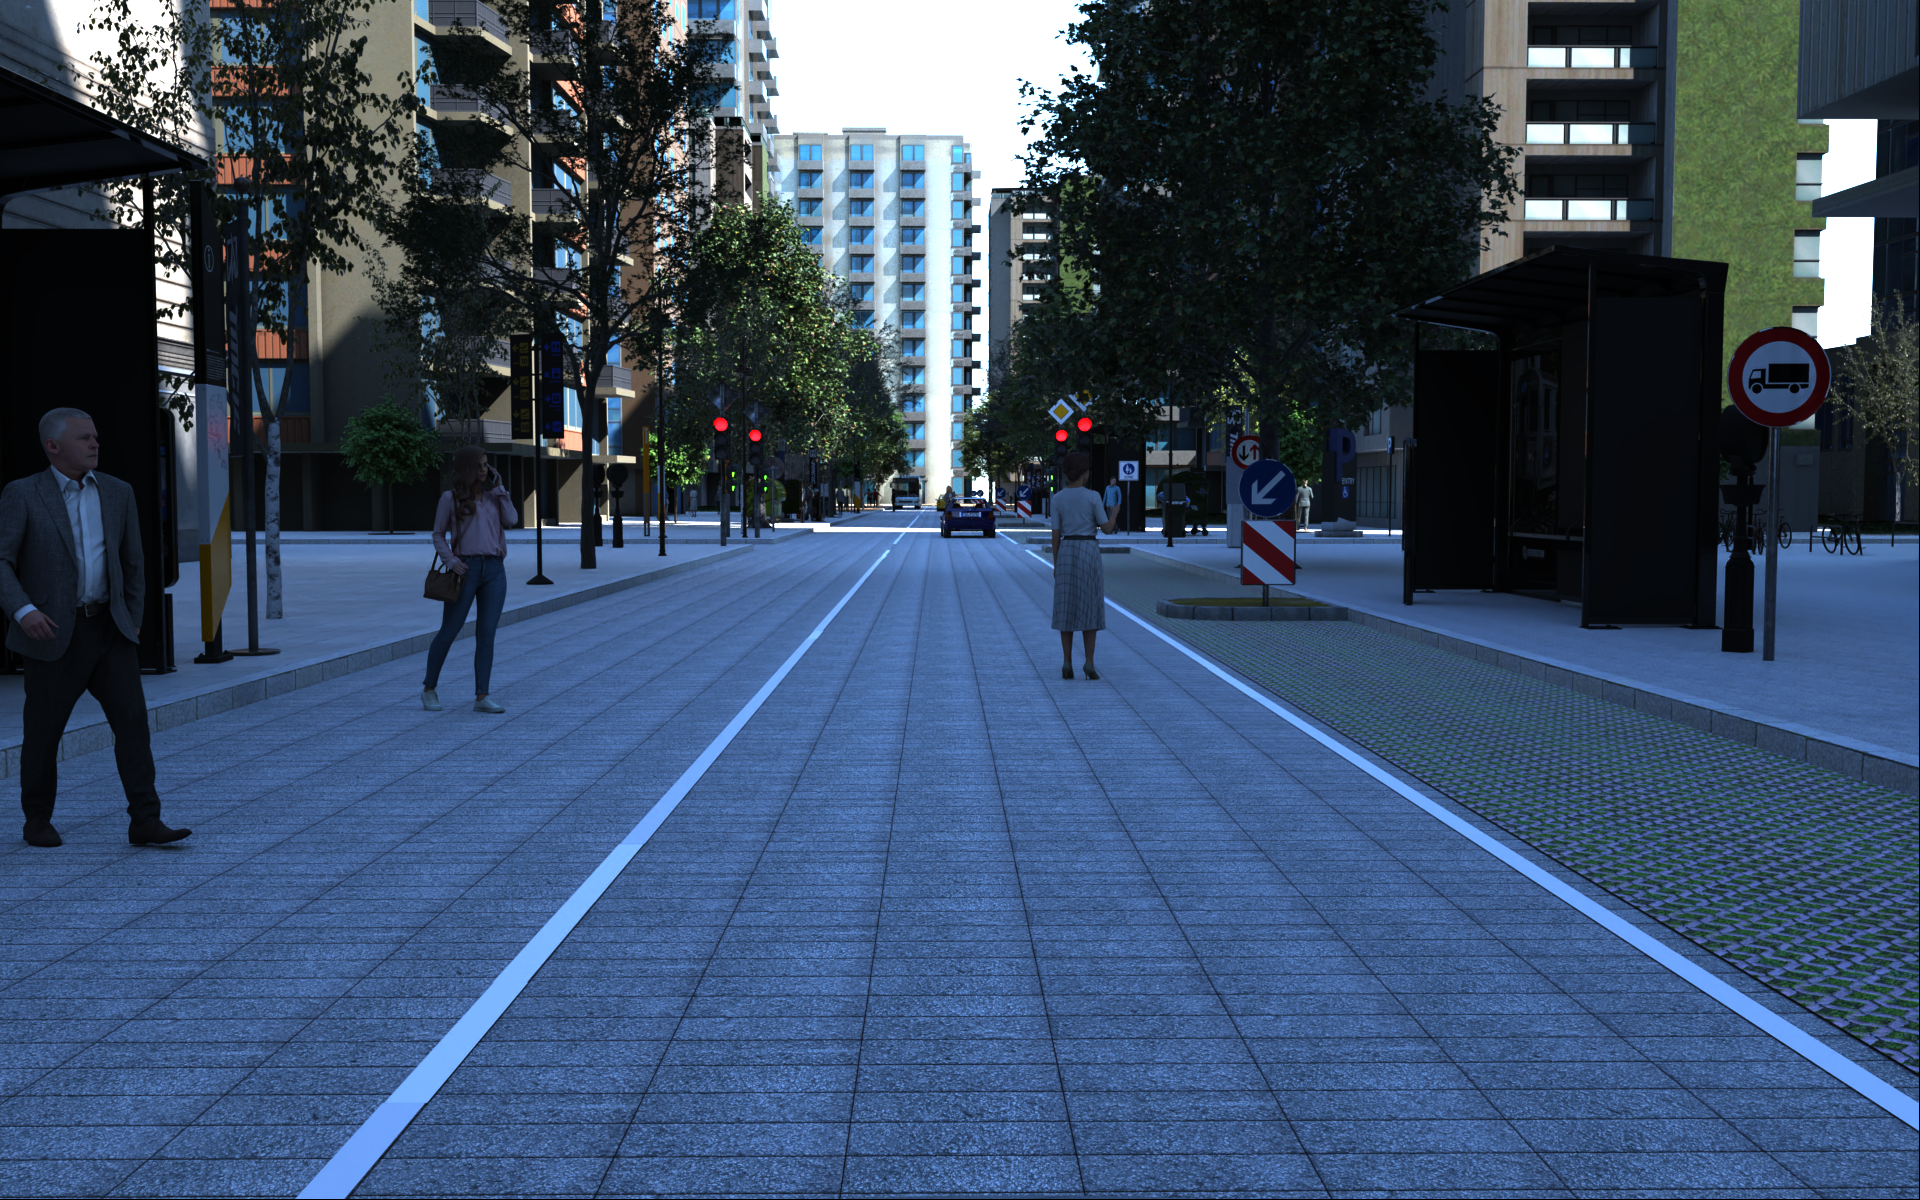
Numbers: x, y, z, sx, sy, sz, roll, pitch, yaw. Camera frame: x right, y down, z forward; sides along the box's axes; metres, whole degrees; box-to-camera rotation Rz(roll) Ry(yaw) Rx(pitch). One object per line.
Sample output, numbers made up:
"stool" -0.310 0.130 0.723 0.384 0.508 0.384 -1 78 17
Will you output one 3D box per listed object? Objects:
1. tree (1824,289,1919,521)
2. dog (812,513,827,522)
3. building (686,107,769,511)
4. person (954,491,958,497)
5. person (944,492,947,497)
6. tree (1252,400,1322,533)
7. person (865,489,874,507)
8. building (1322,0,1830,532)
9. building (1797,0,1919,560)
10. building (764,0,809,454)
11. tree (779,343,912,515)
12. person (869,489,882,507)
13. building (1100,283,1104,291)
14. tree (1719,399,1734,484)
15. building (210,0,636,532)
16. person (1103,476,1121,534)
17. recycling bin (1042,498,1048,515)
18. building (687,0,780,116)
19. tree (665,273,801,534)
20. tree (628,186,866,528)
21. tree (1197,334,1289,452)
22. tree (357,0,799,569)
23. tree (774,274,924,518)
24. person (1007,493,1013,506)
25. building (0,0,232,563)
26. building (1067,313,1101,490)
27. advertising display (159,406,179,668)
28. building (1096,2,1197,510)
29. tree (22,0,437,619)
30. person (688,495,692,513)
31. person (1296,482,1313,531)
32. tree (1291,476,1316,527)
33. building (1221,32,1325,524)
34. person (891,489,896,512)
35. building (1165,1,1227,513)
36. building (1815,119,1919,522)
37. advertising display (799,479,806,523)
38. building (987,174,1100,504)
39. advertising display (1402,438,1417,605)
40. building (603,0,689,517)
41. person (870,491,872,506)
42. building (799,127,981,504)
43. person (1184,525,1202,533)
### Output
"tree" 33.215 -6.794 61.446 4.360 8.622 3.978 0 3 0
"dog" -6.506 -3.803 79.913 0.550 0.427 0.748 -2 4 -28
"building" -22.293 -22.077 132.658 14.160 30.474 14.107 0 4 -1
"person" -0.655 -10.856 186.787 1.217 1.735 0.721 -1 4 -14
"person" -0.901 -7.384 129.329 0.705 1.812 1.348 2 4 29
"tree" 11.194 -4.536 57.884 4.285 4.588 4.351 0 3 0
"person" -9.104 -10.218 173.114 1.348 1.823 0.705 -1 4 -13
"building" 21.867 -23.257 63.839 14.086 41.232 14.154 0 4 -1
"building" 30.011 -26.361 20.235 28.713 52.752 27.495 0 4 -1
"building" -31.740 -53.107 180.977 31.000 86.520 22.319 0 4 -1
"tree" -7.831 -11.083 106.963 9.928 11.665 9.643 0 3 0
"person" -8.324 -10.083 170.830 1.348 1.831 0.705 0 4 1
"building" 31.431 -39.306 231.883 27.495 52.752 28.713 0 4 -1
"tree" 22.581 -4.253 53.258 4.285 4.588 4.351 0 3 0
"building" -25.926 -25.482 71.258 22.147 44.769 28.867 0 4 -1
"person" 4.894 -3.005 55.042 0.748 1.841 0.638 -3 5 -39
"recycling bin" 5.481 -5.678 105.397 0.722 1.027 0.722 -2 4 -28
"building" -27.798 -32.701 154.263 23.786 49.044 30.456 0 4 -1
"tree" -7.222 -6.429 55.472 4.360 8.622 3.978 0 3 0
"tree" -7.653 -9.059 65.117 9.611 12.733 9.660 0 3 0
"tree" 10.807 -6.952 64.026 4.737 8.622 4.395 0 3 0
"tree" -6.555 -5.798 29.216 8.767 10.594 7.601 1 4 22
"tree" -7.116 -11.261 94.482 12.009 13.543 11.850 0 3 0
"person" 5.166 -10.514 181.129 0.628 1.438 0.799 1 4 16
"building" -23.415 -11.011 29.184 18.267 20.994 9.793 0 4 -1
"building" 25.365 -20.471 179.734 27.650 21.520 28.899 0 4 -1
"advertising display" -6.276 -0.460 12.741 0.974 1.923 0.123 0 4 -6
"building" 23.456 -32.394 149.246 23.786 49.044 30.456 0 4 -1
"tree" -7.210 -4.123 17.781 4.360 8.622 3.978 0 3 0
"person" -17.880 -6.372 114.897 0.362 1.253 0.373 -1 4 -16
"person" 12.052 -3.338 60.789 0.661 1.801 0.590 0 4 3
"tree" 12.873 -4.461 67.544 1.663 3.219 1.824 0 3 0
"building" 20.274 -26.293 79.994 14.600 45.320 14.200 0 4 -1
"person" -5.265 -7.833 136.193 0.705 1.869 1.348 0 4 -5
"building" 25.667 -27.825 109.560 22.147 44.769 28.867 0 4 -1
"building" 52.350 -46.159 67.378 31.000 86.520 22.319 0 4 -1
"advertising display" -6.933 -4.345 76.247 0.123 1.923 0.974 0 4 4
"building" 10.744 -33.056 224.060 14.086 41.232 14.154 0 4 -1
"advertising display" 5.270 -0.925 20.334 0.123 1.923 0.974 1 4 12
"building" -24.098 -27.713 103.219 14.600 45.320 14.200 0 4 -1
"person" -9.431 -10.663 181.860 0.415 1.643 0.593 0 4 7
"building" -12.544 -37.259 228.796 30.456 49.044 23.786 0 4 -1
"person" 7.605 -3.112 56.699 0.755 1.850 0.659 0 4 5
